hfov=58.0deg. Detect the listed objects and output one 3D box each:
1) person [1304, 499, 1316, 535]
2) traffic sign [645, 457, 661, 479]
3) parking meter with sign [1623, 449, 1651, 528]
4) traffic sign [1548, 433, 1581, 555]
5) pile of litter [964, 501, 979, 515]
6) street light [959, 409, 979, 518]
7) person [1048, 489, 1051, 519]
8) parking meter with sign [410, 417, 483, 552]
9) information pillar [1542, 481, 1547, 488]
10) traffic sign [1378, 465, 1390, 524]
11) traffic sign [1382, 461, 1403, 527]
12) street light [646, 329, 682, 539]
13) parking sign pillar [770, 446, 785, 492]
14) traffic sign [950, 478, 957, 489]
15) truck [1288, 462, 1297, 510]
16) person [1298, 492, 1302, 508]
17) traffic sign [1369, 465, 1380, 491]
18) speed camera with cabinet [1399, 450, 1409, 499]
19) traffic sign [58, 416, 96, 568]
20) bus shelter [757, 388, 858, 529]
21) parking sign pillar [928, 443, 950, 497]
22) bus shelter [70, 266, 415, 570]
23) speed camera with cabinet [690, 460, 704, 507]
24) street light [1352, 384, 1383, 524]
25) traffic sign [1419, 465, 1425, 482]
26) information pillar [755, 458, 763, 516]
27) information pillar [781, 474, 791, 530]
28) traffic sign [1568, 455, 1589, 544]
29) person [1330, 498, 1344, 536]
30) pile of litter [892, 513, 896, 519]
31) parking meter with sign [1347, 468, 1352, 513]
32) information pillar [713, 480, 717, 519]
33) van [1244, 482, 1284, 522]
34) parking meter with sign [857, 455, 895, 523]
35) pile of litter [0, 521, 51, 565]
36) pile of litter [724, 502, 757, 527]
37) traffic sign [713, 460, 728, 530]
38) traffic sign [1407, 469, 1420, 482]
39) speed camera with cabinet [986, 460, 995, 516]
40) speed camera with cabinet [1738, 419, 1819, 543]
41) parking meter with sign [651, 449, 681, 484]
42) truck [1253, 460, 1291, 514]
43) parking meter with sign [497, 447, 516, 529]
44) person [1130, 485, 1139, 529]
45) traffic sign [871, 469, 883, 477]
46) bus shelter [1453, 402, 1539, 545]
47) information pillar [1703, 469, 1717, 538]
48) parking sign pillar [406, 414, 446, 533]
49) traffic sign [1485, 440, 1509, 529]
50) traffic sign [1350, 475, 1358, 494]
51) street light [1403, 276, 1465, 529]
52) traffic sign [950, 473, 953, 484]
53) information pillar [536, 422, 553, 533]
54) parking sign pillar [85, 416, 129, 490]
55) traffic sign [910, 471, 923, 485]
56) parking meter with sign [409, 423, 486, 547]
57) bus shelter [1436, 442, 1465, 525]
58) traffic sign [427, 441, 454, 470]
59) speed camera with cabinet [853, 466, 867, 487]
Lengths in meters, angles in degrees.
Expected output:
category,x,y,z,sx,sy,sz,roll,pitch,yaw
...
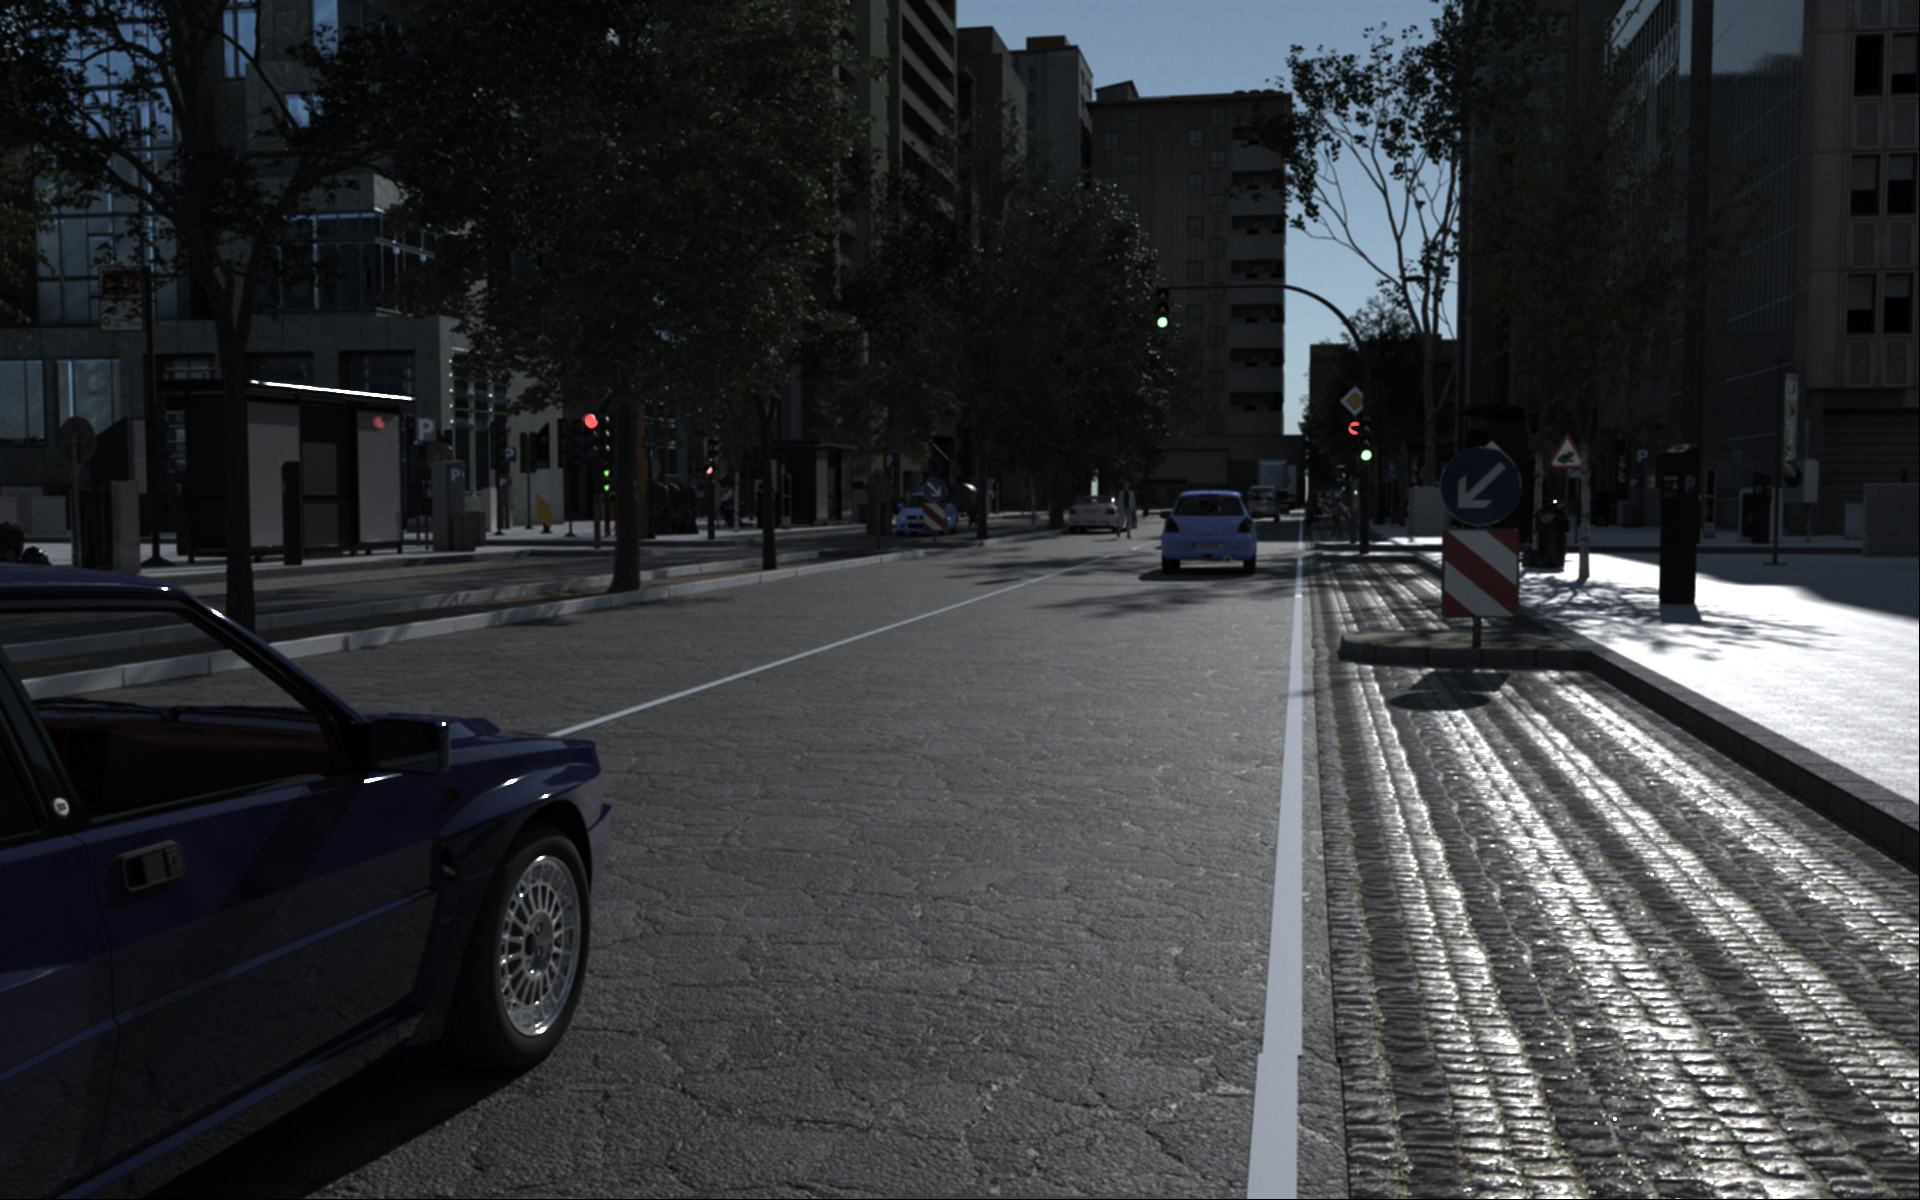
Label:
category,x,y,z,sx,sy,sz,roll,pitch,yaw
person,12.063,-2.844,59.663,0.362,1.253,0.373,-3,4,-36
traffic sign,-10.594,-3.616,59.236,0.768,2.556,0.104,1,4,13
parking meter with sign,25.903,-4.290,66.401,0.543,3.016,1.738,3,4,38
traffic sign,12.844,-2.244,36.699,0.884,2.594,0.081,1,4,18
pile of litter,1.343,-6.404,118.664,1.719,0.858,1.176,0,4,-6
street light,0.646,-7.435,94.096,1.470,5.913,1.316,1,4,11
person,5.234,-5.566,100.045,0.362,1.759,0.519,1,4,15
parking meter with sign,-11.555,-2.613,38.988,1.738,3.016,0.543,3,5,40
information pillar,33.663,-5.835,99.896,0.304,2.012,0.304,1,4,14
traffic sign,18.228,-4.519,73.992,0.768,2.556,0.104,1,4,15
traffic sign,16.839,-4.120,67.463,0.768,2.556,0.104,1,4,19
street light,-8.282,-4.676,48.998,1.470,5.913,1.316,1,4,11
parking sign pillar,-10.104,-6.689,97.838,1.447,3.967,1.447,-3,5,-45
traffic sign,-0.587,-6.553,107.152,0.884,2.594,0.081,1,4,18
truck,29.558,-10.419,159.267,2.839,4.237,11.283,1,4,10
person,35.181,-10.344,179.085,0.415,1.643,0.593,1,4,18
traffic sign,18.462,-4.671,76.475,0.768,2.556,0.104,1,4,20
speed camera with cabinet,20.452,-5.035,76.657,0.660,3.252,2.038,-3,5,-44
traffic sign,-14.484,-1.730,28.399,0.768,2.556,0.104,1,4,18
bus shelter,-6.138,-5.538,68.174,2.179,5.291,8.768,1,4,11
parking sign pillar,-1.124,-6.317,91.749,1.447,3.967,1.447,-3,5,-41
bus shelter,-13.605,-3.391,33.081,2.179,5.291,8.768,1,4,11
speed camera with cabinet,-15.642,-6.466,100.054,0.660,3.252,2.038,2,4,31
street light,17.255,-6.163,73.309,1.470,5.913,1.316,1,4,11
traffic sign,20.336,-4.624,75.702,0.768,2.556,0.104,1,4,17
information pillar,-11.451,-6.569,98.757,0.504,3.616,0.183,-1,4,-14
information pillar,-6.301,-3.559,62.689,0.304,2.012,0.304,-1,4,-18
traffic sign,15.918,-2.602,44.681,0.606,2.300,0.079,1,4,12
person,12.769,-2.802,58.583,0.475,1.303,0.640,3,5,40
pile of litter,-3.875,-4.690,90.643,1.719,0.858,1.176,1,4,11
parking meter with sign,26.448,-7.343,116.321,0.543,3.016,1.738,-1,4,-15
information pillar,-12.917,-5.276,90.750,0.304,2.012,0.304,-1,4,-21
van,15.610,-5.021,89.107,2.013,2.044,4.112,1,4,12
parking meter with sign,-3.718,-4.897,76.332,1.738,3.016,0.543,-3,5,-40
pile of litter,-15.178,-0.821,27.388,1.719,0.858,1.176,-2,4,-35
pile of litter,-8.670,-3.295,67.839,1.176,0.858,1.719,-1,4,-9
traffic sign,-8.599,-3.752,61.455,0.768,2.556,0.104,1,4,20
traffic sign,20.746,-4.831,79.088,0.768,2.556,0.104,1,4,11
speed camera with cabinet,1.581,-6.518,100.904,0.660,3.252,2.038,1,4,11
speed camera with cabinet,21.774,-3.166,46.098,0.660,3.252,2.038,-2,4,-25
parking meter with sign,-11.201,-4.350,67.381,1.738,3.016,0.543,0,4,-5
truck,23.500,-8.600,130.367,2.967,4.110,18.799,1,4,10
parking meter with sign,-16.828,-4.139,63.941,0.543,3.016,1.738,0,4,-2
person,7.157,-3.869,71.733,0.573,1.828,0.580,0,4,-6
traffic sign,-4.213,-5.423,88.771,0.768,2.556,0.104,1,4,15
bus shelter,14.493,-3.409,47.026,1.731,3.624,6.357,1,4,11
information pillar,21.802,-2.805,50.358,0.304,2.012,0.304,1,4,22
parking sign pillar,-17.913,-4.267,58.235,1.447,3.967,1.447,-1,4,-21
traffic sign,11.378,-2.198,37.129,0.795,2.450,0.064,1,4,14
traffic sign,25.667,-6.931,113.429,0.768,2.556,0.104,1,4,20
street light,10.123,-3.937,36.906,1.470,5.913,1.316,1,4,11
traffic sign,-0.768,-6.073,99.399,0.768,2.556,0.104,1,4,21
information pillar,-13.594,-3.987,56.542,0.504,3.616,0.183,1,4,22
parking sign pillar,-29.450,-4.363,59.809,1.447,3.967,1.447,3,5,40
traffic sign,-2.370,-5.773,94.497,0.768,2.556,0.104,1,4,16
parking meter with sign,-12.462,-2.813,42.252,1.738,3.016,0.543,1,4,9
bus shelter,19.975,-4.565,68.558,2.014,3.302,5.546,1,4,11
traffic sign,-12.585,-2.551,41.812,0.768,2.556,0.104,1,4,12
speed camera with cabinet,-6.077,-6.061,93.434,2.038,3.252,0.660,0,4,2
